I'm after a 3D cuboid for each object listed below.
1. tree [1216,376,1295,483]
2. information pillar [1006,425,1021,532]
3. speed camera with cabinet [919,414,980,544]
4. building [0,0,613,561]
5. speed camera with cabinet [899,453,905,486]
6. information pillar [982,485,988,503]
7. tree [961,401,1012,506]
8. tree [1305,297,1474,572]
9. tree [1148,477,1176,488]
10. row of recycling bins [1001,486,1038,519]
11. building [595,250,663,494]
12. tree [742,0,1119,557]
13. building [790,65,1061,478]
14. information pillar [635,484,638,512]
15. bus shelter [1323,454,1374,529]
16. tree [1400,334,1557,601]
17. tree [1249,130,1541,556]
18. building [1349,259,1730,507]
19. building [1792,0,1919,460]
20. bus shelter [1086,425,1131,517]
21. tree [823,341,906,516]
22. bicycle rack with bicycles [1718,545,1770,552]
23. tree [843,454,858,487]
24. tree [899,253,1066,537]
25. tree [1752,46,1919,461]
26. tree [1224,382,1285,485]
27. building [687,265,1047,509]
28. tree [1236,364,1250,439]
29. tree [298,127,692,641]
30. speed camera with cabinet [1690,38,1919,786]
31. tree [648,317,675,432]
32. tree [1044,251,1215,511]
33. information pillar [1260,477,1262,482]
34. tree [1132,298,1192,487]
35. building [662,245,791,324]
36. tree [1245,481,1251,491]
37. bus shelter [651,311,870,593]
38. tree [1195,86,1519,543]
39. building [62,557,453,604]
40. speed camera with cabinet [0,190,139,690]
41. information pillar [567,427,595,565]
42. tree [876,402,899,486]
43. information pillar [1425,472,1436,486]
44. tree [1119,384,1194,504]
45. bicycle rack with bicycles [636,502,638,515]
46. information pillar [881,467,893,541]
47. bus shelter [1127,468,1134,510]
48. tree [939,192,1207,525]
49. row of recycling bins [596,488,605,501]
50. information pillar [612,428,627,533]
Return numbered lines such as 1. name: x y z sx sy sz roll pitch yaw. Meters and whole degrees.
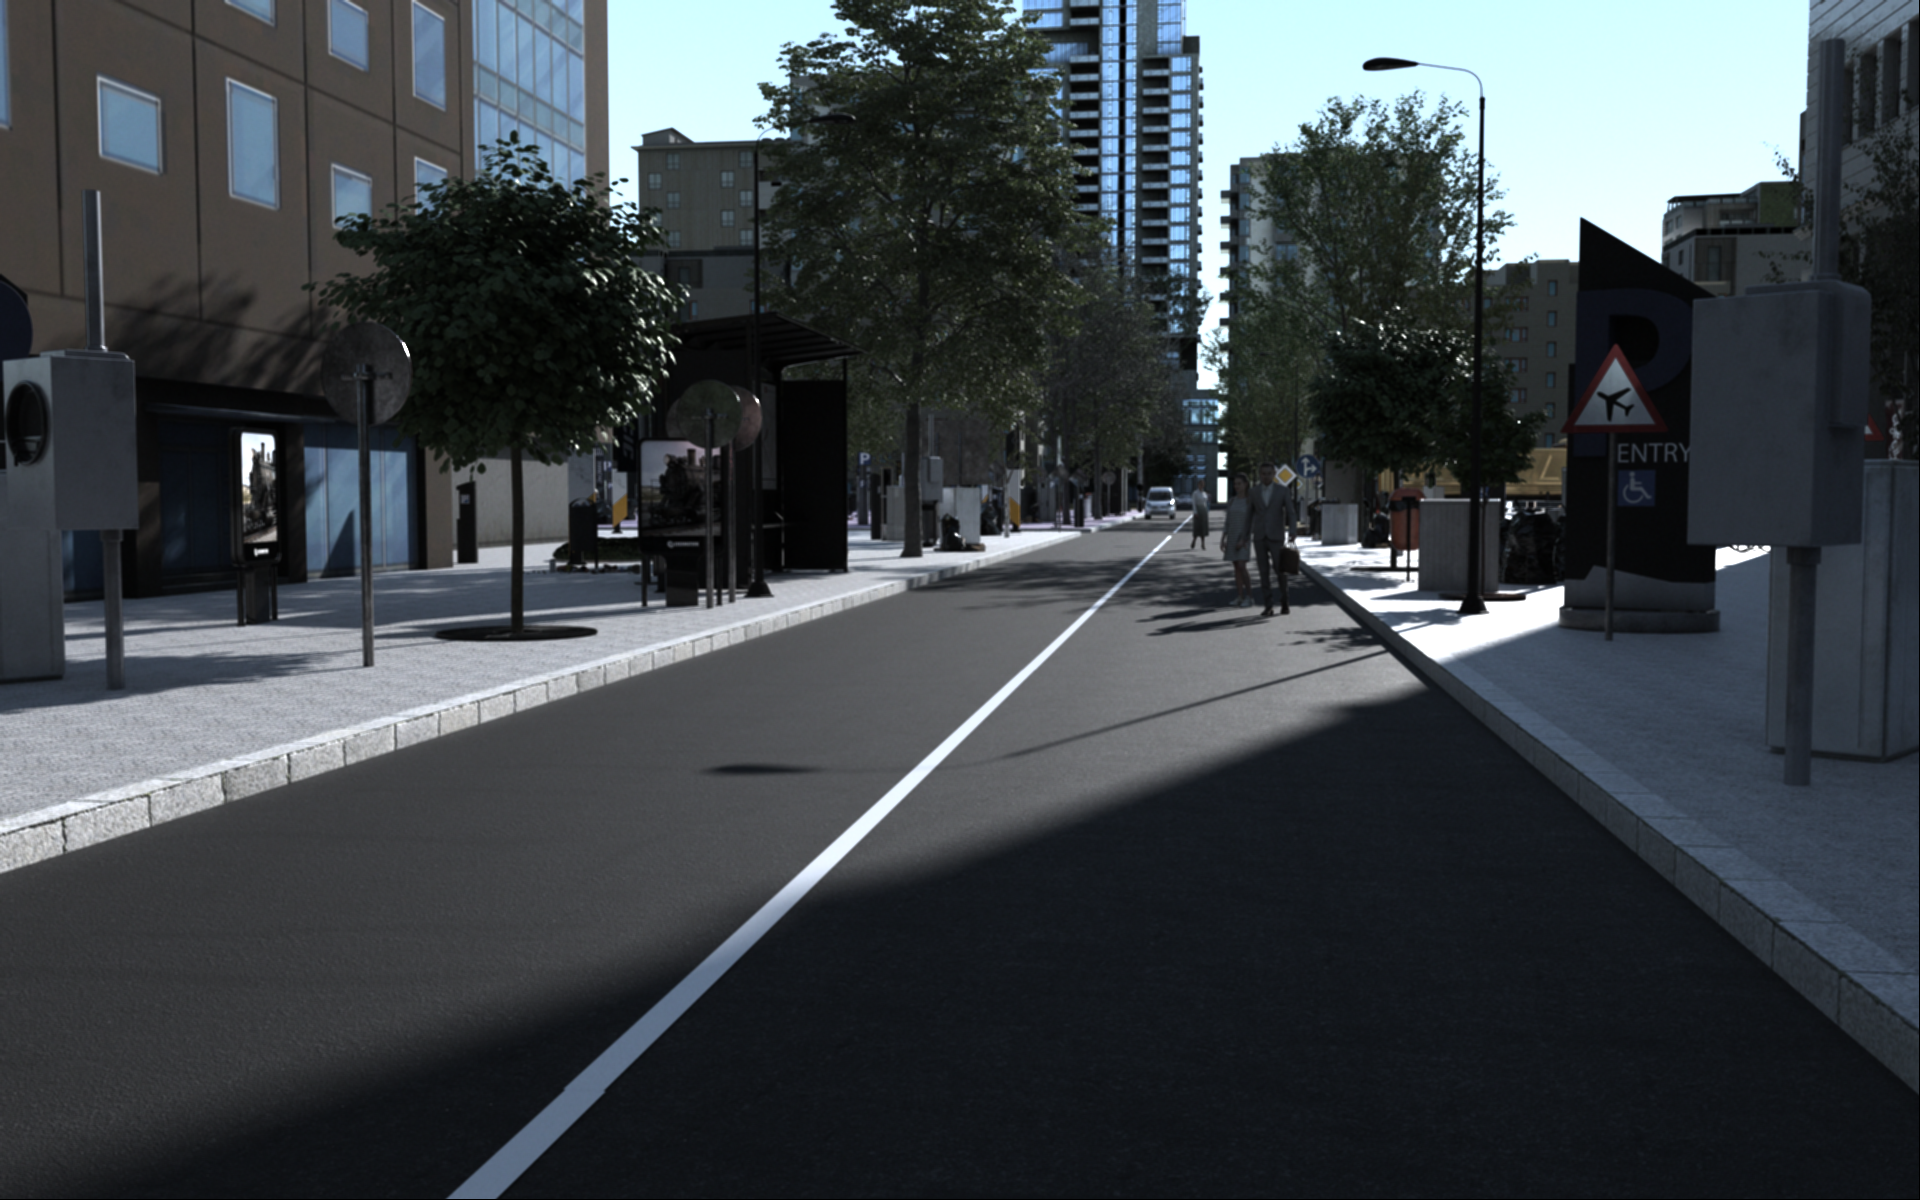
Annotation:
1. tree: 28.393 -15.165 166.068 7.486 12.596 7.792 0 3 0
2. information pillar: 1.787 -4.076 57.992 0.504 3.616 0.183 1 4 18
3. speed camera with cabinet: -0.372 -3.019 43.700 0.660 3.252 2.038 3 5 44
4. building: -17.766 -23.945 41.606 14.200 45.320 14.600 1 4 8
5. speed camera with cabinet: -2.381 -5.372 82.172 0.660 3.252 2.038 -1 4 -14
6. information pillar: 1.377 -6.441 96.671 0.183 3.616 0.504 3 4 39
7. tree: 2.022 -10.893 128.459 4.737 8.622 4.395 0 3 0
8. tree: 7.296 -2.771 29.012 4.285 4.588 4.351 0 3 0
9. tree: 23.477 -13.416 203.063 4.285 4.588 4.351 0 3 0
10. row of recycling bins: 3.169 -4.769 85.086 1.069 1.692 3.534 -3 5 -41
11. building: -40.070 -26.596 206.546 14.107 30.474 14.160 1 4 8
12. tree: -0.553 -7.153 35.084 7.486 12.596 7.792 0 3 0
13. building: -4.193 -35.276 196.370 30.456 49.044 23.786 1 4 8
14. information pillar: -23.543 -7.463 126.519 0.304 2.012 0.304 -1 4 -9
15. bus shelter: 14.901 -4.440 66.523 2.014 3.302 5.546 1 4 8
16. tree: 6.435 -1.613 20.969 1.663 3.219 1.824 0 3 0
17. tree: 9.230 -5.198 35.342 4.737 8.622 4.395 0 3 0
18. building: 50.768 -19.073 156.890 27.650 21.520 28.899 1 4 8
19. building: 24.375 -15.311 27.821 11.434 29.767 29.804 1 4 8
20. bus shelter: 8.661 -7.550 101.067 2.179 5.291 8.768 1 4 8
21. tree: -5.503 -7.994 81.072 4.737 8.622 4.395 0 3 0
22. bicycle rack with bicycles: 18.015 -1.543 38.606 2.852 0.926 2.925 -3 5 -44
23. tree: -9.604 -11.581 139.716 4.360 8.622 3.978 0 3 0
24. tree: 1.245 -6.142 50.789 4.360 8.622 3.978 0 3 0
25. tree: 15.082 -4.723 27.585 4.360 8.622 3.978 0 3 0
26. tree: 18.619 -9.609 107.467 4.360 8.622 3.978 0 3 0
27. building: -7.196 -19.158 158.264 27.650 21.520 28.899 1 4 8
28. tree: 14.551 -7.738 76.872 4.737 8.622 4.395 0 3 0
29. tree: -4.111 -1.952 15.626 4.285 4.588 4.351 0 3 0
30. speed camera with cabinet: 4.148 -0.853 8.279 0.660 3.252 2.038 3 5 44
31. tree: -11.480 -7.414 71.583 4.360 8.622 3.978 0 3 0
32. tree: 12.854 -16.994 133.740 12.611 20.169 13.585 0 3 0
33. information pillar: 21.399 -7.993 122.046 0.504 3.616 0.183 0 4 -3
34. tree: 6.728 -10.274 86.104 7.486 12.596 7.792 0 3 0
35. building: -25.896 -26.541 205.650 14.107 30.474 14.160 1 4 8
36. tree: 28.984 -10.997 174.407 1.663 3.219 1.824 0 3 0
37. bus shelter: -2.766 -2.089 25.436 1.731 3.624 6.357 1 4 8
38. tree: 10.458 -7.305 45.190 9.928 11.665 9.643 0 3 0
39. building: -16.323 -22.822 23.250 14.600 45.320 14.200 1 4 8
40. speed camera with cabinet: -6.321 -1.059 11.654 2.038 3.252 0.660 3 4 37
41. information pillar: -6.848 -2.440 31.251 0.504 3.616 0.183 0 4 -6
42. tree: -4.234 -10.644 124.397 4.360 8.622 3.978 0 3 0
43. information pillar: 15.496 -3.216 57.079 0.304 2.012 0.304 0 4 -2
44. tree: 17.879 -15.179 165.184 9.611 12.733 9.660 0 3 0
45. bicycle rack with bicycles: -17.597 -5.291 99.893 2.925 0.926 2.852 3 5 45
46. information pillar: -2.012 -2.637 47.600 0.304 2.012 0.304 -1 4 -9
47. bus shelter: 11.151 -7.829 121.933 2.014 3.302 5.546 1 4 8
48. tree: 4.295 -9.856 71.511 12.009 13.543 11.850 0 3 0
49. row of recycling bins: -23.741 -6.303 110.168 3.534 1.692 1.069 1 4 19
50. information pillar: -11.134 -3.988 56.564 0.504 3.616 0.183 -1 4 -14
